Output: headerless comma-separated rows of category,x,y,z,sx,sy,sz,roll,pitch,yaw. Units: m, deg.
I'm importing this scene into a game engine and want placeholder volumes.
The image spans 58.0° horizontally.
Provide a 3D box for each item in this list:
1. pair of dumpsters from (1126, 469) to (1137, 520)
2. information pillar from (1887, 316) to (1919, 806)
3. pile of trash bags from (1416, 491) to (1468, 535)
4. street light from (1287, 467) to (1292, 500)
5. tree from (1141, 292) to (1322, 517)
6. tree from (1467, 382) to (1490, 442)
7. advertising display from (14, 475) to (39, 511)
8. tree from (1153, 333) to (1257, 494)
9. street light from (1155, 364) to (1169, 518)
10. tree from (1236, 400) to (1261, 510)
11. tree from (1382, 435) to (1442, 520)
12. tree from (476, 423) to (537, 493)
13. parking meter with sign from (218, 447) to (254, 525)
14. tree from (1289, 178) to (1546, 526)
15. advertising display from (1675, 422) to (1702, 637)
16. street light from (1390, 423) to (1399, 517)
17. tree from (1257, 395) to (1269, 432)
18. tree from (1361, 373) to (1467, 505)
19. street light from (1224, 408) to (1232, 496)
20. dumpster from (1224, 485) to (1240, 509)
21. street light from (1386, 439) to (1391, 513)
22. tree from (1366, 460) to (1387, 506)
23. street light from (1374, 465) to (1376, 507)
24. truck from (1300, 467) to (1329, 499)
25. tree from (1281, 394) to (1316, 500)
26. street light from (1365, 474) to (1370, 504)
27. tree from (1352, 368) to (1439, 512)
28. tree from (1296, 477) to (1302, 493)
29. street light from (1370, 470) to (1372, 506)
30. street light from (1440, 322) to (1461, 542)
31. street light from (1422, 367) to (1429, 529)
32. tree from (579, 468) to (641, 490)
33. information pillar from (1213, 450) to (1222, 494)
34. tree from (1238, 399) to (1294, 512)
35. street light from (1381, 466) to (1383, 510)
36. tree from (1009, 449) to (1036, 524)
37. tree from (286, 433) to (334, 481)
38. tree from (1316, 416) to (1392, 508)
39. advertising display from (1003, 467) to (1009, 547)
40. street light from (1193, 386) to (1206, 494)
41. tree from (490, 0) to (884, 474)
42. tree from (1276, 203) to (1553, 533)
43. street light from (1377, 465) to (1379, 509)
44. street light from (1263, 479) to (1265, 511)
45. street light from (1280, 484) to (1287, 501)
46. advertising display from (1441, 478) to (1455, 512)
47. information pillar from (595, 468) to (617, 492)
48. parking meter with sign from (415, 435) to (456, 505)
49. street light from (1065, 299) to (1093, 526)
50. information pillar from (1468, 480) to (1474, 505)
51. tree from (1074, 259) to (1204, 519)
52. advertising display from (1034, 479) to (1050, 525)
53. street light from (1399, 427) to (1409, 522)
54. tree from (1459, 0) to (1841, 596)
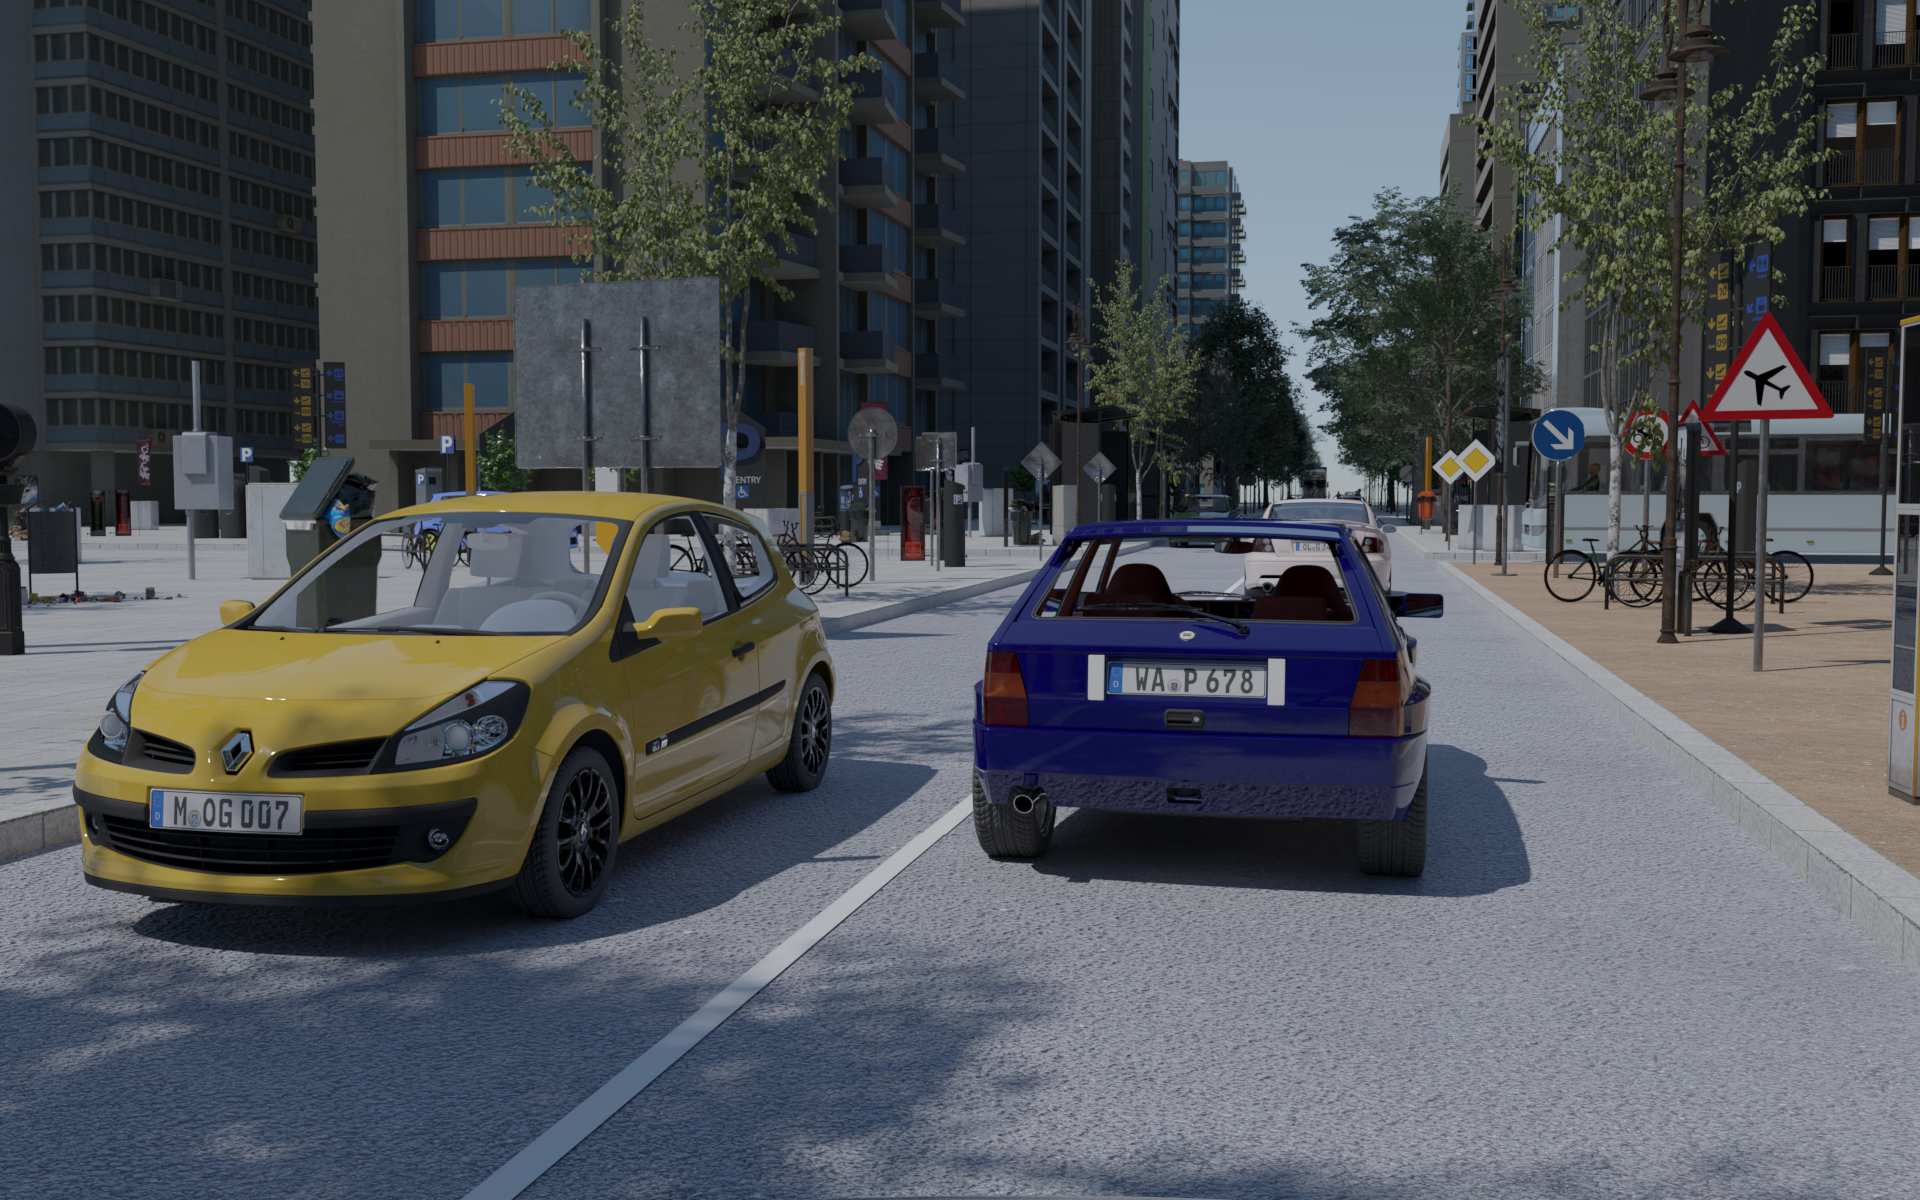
pair of dumpsters,5.219,-3.574,60.931,1.574,2.255,4.437,1,4,13
information pillar,4.090,-0.165,7.188,0.304,2.012,0.304,1,4,8
pile of trash bags,15.879,-2.745,54.628,1.912,1.369,3.447,-3,5,-39
street light,34.263,-12.754,181.317,0.468,5.910,1.993,1,4,13
tree,15.532,-11.112,98.687,9.611,12.733,9.660,0,3,0
tree,32.502,-9.623,107.698,4.360,8.622,3.978,0,3,0
advertising display,-32.066,-3.322,59.530,0.123,1.923,0.974,1,4,12
tree,10.548,-7.865,78.948,4.360,8.622,3.978,0,3,0
street light,6.790,-5.232,58.336,0.468,5.910,1.993,1,4,13
tree,24.927,-12.787,143.474,8.767,10.594,7.601,1,4,16
tree,22.850,-6.291,86.572,4.285,4.588,4.351,0,3,0
tree,-12.322,-3.211,47.102,1.663,3.219,1.824,0,3,0
parking meter with sign,-26.755,-4.132,63.823,0.543,3.016,1.738,1,4,13
tree,18.385,-9.971,69.680,9.857,13.997,8.962,0,3,0
advertising display,6.663,-0.658,15.980,0.123,1.923,0.974,1,4,13
street light,24.264,-7.529,95.887,0.468,5.910,1.993,1,4,13
tree,12.903,-8.264,85.478,4.360,8.622,3.978,0,3,0
tree,26.272,-9.191,100.633,4.360,8.622,3.978,0,3,0
street light,14.087,-7.238,91.132,0.468,5.910,1.993,1,4,13
dumpster,17.733,-6.619,113.973,1.264,1.857,1.865,1,4,13
street light,27.949,-8.520,112.085,0.468,5.910,1.993,1,4,13
tree,44.536,-14.149,181.703,4.737,8.622,4.395,0,3,0
street light,37.107,-11.053,153.504,0.468,5.910,1.993,1,4,13
truck,36.902,-11.699,180.189,2.839,4.237,11.283,1,4,12
tree,38.181,-17.960,204.017,12.009,13.543,11.850,0,3,0
street light,48.064,-14.068,202.798,0.468,5.910,1.993,1,4,13
tree,31.664,-12.299,126.836,9.928,11.665,9.643,0,3,0
tree,49.359,-18.357,250.499,4.360,8.622,3.978,0,3,0
street light,40.707,-12.048,169.778,0.468,5.910,1.993,1,4,13
street light,13.195,-4.520,46.695,0.468,5.910,1.993,1,4,13
street light,16.935,-5.521,63.052,0.468,5.910,1.993,1,4,13
tree,-9.434,-3.228,47.386,1.663,3.219,1.824,0,3,0
information pillar,13.688,-6.171,92.248,0.504,3.616,0.183,-2,4,-24
tree,20.688,-10.394,120.298,4.737,8.622,4.395,0,3,0
street light,29.721,-9.023,120.314,0.468,5.910,1.993,1,4,13
tree,2.725,-4.878,74.353,1.663,3.219,1.824,0,3,0
tree,-19.945,-3.589,53.281,1.663,3.219,1.824,0,3,0
tree,39.857,-15.325,160.937,12.009,13.543,11.850,0,3,0
advertising display,1.124,-2.269,42.305,0.123,1.923,0.974,0,4,1
street light,10.293,-6.226,74.575,0.468,5.910,1.993,1,4,13
tree,-2.873,-4.259,20.005,4.737,8.622,4.395,0,3,0
tree,15.606,-7.464,56.445,7.601,10.594,8.767,-1,4,-12
street light,33.454,-10.062,137.299,0.468,5.910,1.993,1,4,13
street light,23.203,-9.750,132.197,0.468,5.910,1.993,1,4,13
street light,30.565,-11.750,164.897,0.468,5.910,1.993,1,4,13
advertising display,17.723,-3.528,62.900,0.123,1.923,0.974,3,4,36
information pillar,-5.151,-2.088,25.491,0.504,3.616,0.183,2,4,29
parking meter with sign,-15.526,-3.322,50.572,0.543,3.016,1.738,2,4,27
street light,2.833,-4.189,41.276,0.468,5.910,1.993,1,4,13
information pillar,26.819,-5.276,90.756,0.304,2.012,0.304,-1,4,-10
tree,5.613,-6.339,54.000,4.737,8.622,4.395,0,3,0
advertising display,3.592,-4.096,72.189,0.974,1.923,0.123,1,4,15
street light,20.548,-6.522,79.421,0.468,5.910,1.993,1,4,13
tree,8.475,-4.354,21.546,4.737,8.622,4.395,0,3,0
